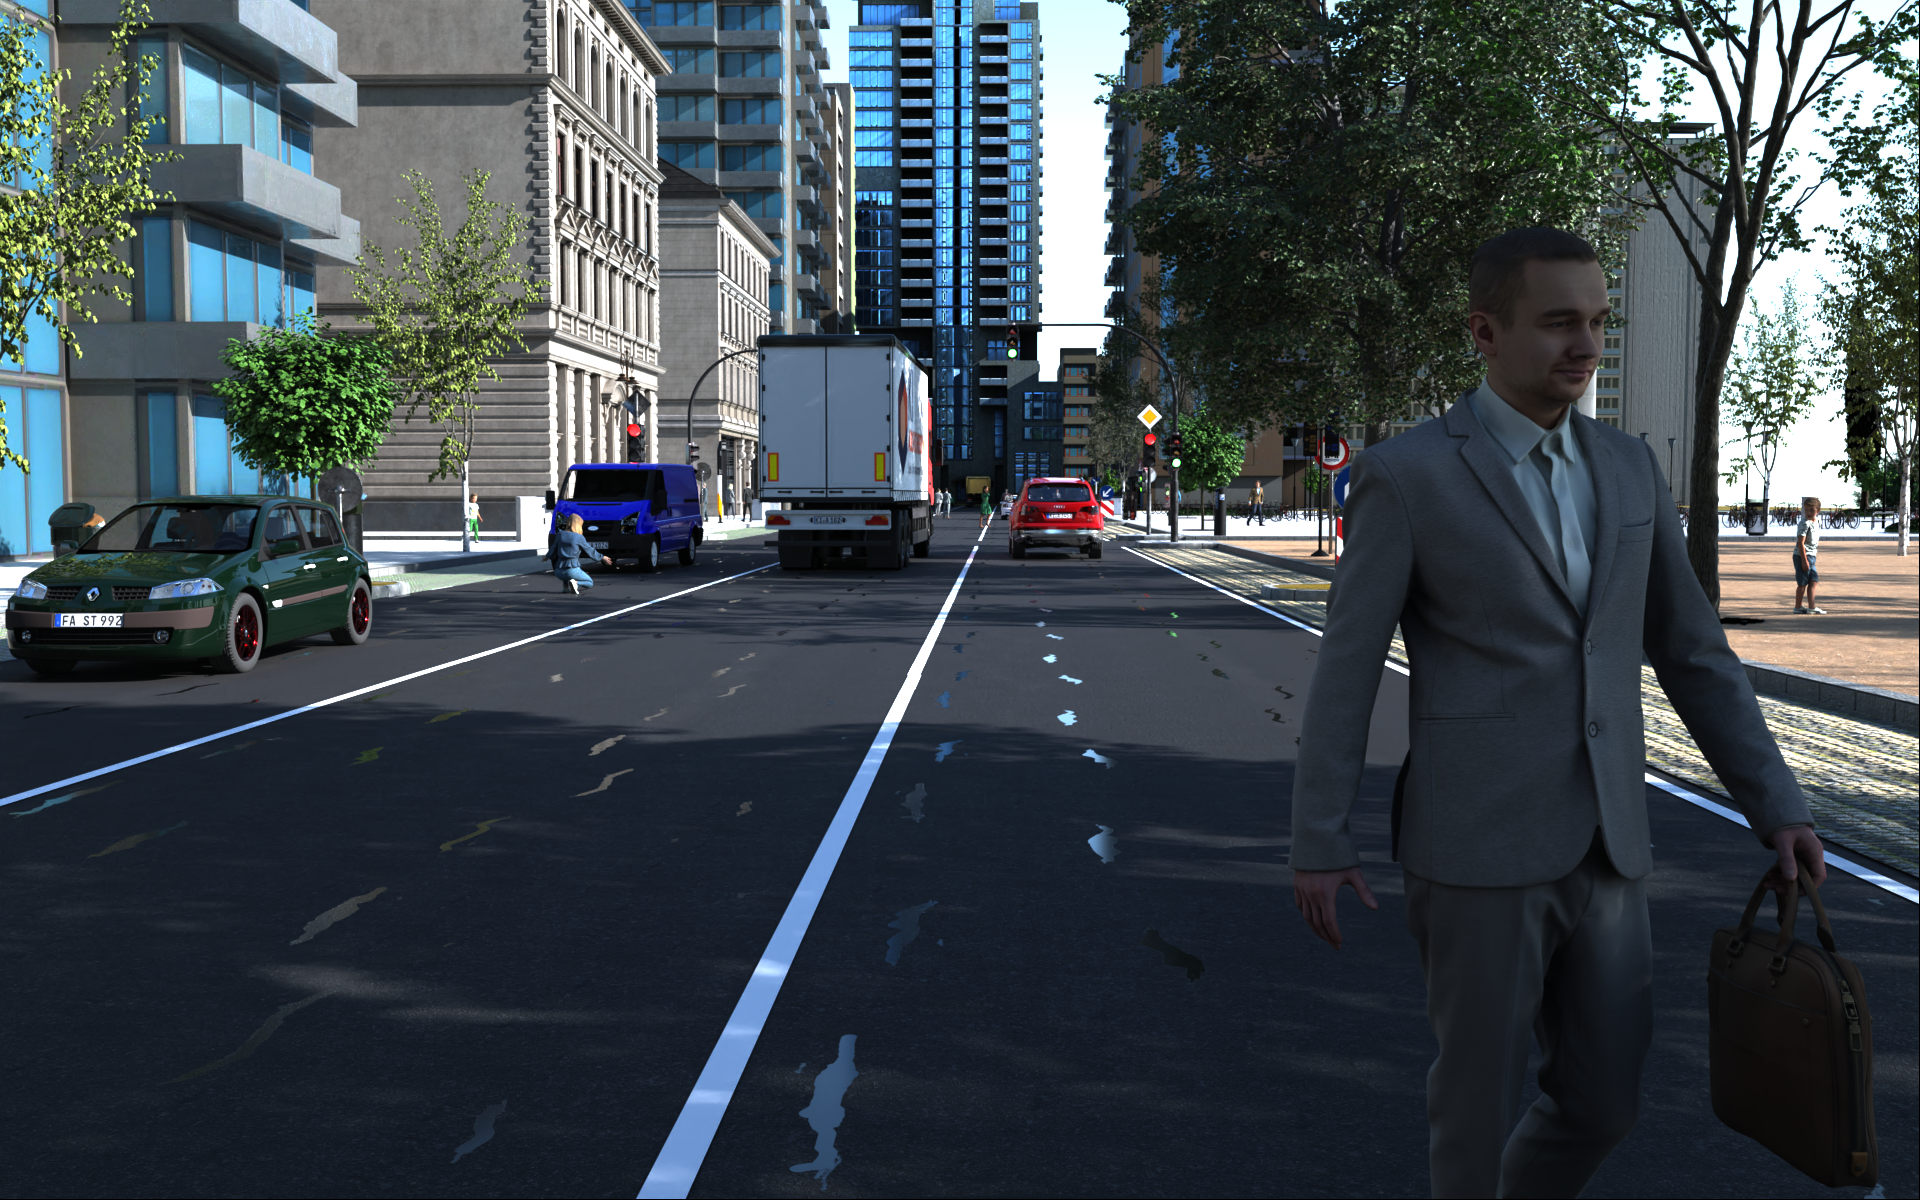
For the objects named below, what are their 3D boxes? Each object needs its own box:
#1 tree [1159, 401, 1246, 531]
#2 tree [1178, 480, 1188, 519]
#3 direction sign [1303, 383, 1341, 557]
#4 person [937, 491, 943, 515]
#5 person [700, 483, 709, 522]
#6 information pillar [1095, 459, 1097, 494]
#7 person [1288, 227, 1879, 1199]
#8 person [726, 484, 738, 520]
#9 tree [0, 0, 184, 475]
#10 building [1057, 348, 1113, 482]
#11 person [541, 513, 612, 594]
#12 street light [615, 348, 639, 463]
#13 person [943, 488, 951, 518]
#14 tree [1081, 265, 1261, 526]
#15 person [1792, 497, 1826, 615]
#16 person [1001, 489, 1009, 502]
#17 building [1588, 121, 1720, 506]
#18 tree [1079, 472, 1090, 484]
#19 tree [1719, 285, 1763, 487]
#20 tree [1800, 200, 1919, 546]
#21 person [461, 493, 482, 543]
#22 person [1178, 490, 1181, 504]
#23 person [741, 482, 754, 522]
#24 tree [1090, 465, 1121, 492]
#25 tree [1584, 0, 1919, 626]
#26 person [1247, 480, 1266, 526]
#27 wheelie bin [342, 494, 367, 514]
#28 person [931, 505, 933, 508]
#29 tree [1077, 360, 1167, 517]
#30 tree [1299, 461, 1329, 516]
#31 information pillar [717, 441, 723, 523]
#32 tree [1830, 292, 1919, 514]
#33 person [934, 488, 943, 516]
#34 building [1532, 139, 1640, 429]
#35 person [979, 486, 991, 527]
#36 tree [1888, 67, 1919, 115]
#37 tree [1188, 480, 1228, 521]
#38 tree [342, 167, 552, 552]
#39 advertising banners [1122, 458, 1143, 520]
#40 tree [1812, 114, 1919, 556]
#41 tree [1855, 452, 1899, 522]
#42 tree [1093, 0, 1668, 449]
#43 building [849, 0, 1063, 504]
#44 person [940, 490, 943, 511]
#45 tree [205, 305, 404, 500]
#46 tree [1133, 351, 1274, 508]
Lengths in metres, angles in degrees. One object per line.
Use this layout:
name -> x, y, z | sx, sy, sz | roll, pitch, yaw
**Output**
tree -> 8.585, -4.727, 60.994 | 4.285, 4.588, 4.351 | 0, 3, 0
tree -> 11.885, -5.914, 91.288 | 1.663, 3.219, 1.824 | 0, 3, 0
direction sign -> 7.424, -2.667, 35.609 | 0.379, 3.537, 0.876 | -3, 5, -43
person -> -1.417, -6.743, 118.923 | 0.537, 1.800, 0.526 | 0, 3, 0
person -> -11.837, -4.482, 79.502 | 0.590, 1.801, 0.661 | -1, 4, -13
information pillar -> 9.185, -7.672, 116.794 | 0.183, 3.616, 0.504 | 0, 4, 2
person -> 0.861, 0.371, 2.557 | 0.709, 1.813, 0.853 | -1, 4, -18
person -> -11.514, -4.941, 87.007 | 0.537, 1.800, 0.526 | 3, 5, 42
tree -> -11.296, -4.249, 19.839 | 4.737, 8.622, 4.395 | 0, 3, 0
building -> 27.677, -23.511, 229.441 | 28.899, 21.520, 27.650 | 0, 4, 1
person -> -5.681, -0.683, 25.162 | 1.012, 1.151, 0.738 | 1, 4, 15
street light -> -10.505, -5.016, 54.796 | 0.468, 5.910, 1.993 | 0, 4, 1
person -> -0.772, -5.761, 102.873 | 0.511, 1.800, 0.466 | 1, 4, 10
tree -> 8.304, -8.265, 69.548 | 8.767, 10.594, 7.601 | 3, 5, 42
person -> 9.067, -0.474, 18.477 | 0.332, 1.250, 0.352 | 0, 4, 4
person -> 3.339, -7.162, 125.997 | 0.661, 1.777, 0.834 | 1, 4, 12
building -> 74.530, -31.151, 192.907 | 14.086, 41.232, 14.154 | 0, 4, 1
tree -> 10.835, -9.467, 149.385 | 1.663, 3.219, 1.824 | 0, 3, 0
tree -> 26.915, -6.558, 57.585 | 4.737, 8.622, 4.395 | 0, 3, 0
tree -> 23.217, -5.648, 42.705 | 4.360, 8.622, 3.978 | 0, 3, 0
person -> -12.730, -2.130, 45.110 | 0.590, 1.304, 0.306 | 1, 4, 19
person -> 9.847, -4.475, 79.558 | 0.601, 1.785, 0.444 | 0, 4, 2
person -> -9.809, -4.522, 79.750 | 0.659, 1.850, 0.755 | -2, 4, -32
tree -> 9.840, -7.349, 114.751 | 1.663, 3.219, 1.824 | 0, 3, 0
tree -> 7.599, -5.582, 17.013 | 9.928, 11.665, 9.643 | 0, 3, 0
person -> 11.915, -3.907, 69.836 | 0.836, 1.842, 0.656 | 3, 4, 38
wheelie bin -> -19.193, -2.855, 54.593 | 0.980, 1.594, 0.693 | 0, 4, -5
person -> -2.820, -10.380, 178.663 | 0.568, 1.767, 0.683 | 0, 4, -5
tree -> 9.314, -8.920, 96.206 | 4.360, 8.622, 3.978 | 0, 3, 0
tree -> 20.791, -6.533, 101.423 | 1.663, 3.219, 1.824 | 0, 3, 0
information pillar -> -10.563, -5.184, 76.106 | 0.183, 3.616, 0.504 | 0, 4, 5
tree -> 62.628, -12.772, 110.636 | 13.155, 14.587, 18.604 | -1, 4, -19
person -> -1.422, -6.479, 114.638 | 0.606, 1.804, 0.583 | 1, 4, 9
building -> 55.282, -30.136, 184.598 | 23.993, 40.220, 32.217 | 0, 4, 1
person -> 1.077, -4.018, 74.449 | 0.529, 1.795, 0.600 | 1, 4, 12
tree -> 17.285, -4.886, 30.254 | 4.737, 8.622, 4.395 | 0, 3, 0
tree -> 12.125, -5.449, 83.691 | 1.663, 3.219, 1.824 | 0, 3, 0
tree -> -11.243, -5.379, 38.315 | 4.737, 8.622, 4.395 | 0, 3, 0
advertising banners -> 8.523, -5.461, 85.481 | 0.090, 3.025, 2.074 | -1, 4, -22
tree -> 19.695, -5.235, 35.953 | 4.737, 8.622, 4.395 | 0, 3, 0
tree -> 41.723, -5.169, 79.116 | 1.663, 3.219, 1.824 | 0, 3, 0
tree -> 7.227, -7.544, 29.996 | 9.857, 13.997, 8.962 | 0, 3, 0
building -> -2.310, -55.879, 226.285 | 31.000, 86.520, 22.319 | 0, 4, 1
person -> -1.627, -8.714, 150.940 | 0.705, 1.831, 1.348 | -2, 4, -25
tree -> -11.362, -2.838, 30.119 | 4.285, 4.588, 4.351 | 0, 3, 0
tree -> 17.238, -13.035, 123.496 | 12.009, 13.543, 11.850 | 0, 3, 0
